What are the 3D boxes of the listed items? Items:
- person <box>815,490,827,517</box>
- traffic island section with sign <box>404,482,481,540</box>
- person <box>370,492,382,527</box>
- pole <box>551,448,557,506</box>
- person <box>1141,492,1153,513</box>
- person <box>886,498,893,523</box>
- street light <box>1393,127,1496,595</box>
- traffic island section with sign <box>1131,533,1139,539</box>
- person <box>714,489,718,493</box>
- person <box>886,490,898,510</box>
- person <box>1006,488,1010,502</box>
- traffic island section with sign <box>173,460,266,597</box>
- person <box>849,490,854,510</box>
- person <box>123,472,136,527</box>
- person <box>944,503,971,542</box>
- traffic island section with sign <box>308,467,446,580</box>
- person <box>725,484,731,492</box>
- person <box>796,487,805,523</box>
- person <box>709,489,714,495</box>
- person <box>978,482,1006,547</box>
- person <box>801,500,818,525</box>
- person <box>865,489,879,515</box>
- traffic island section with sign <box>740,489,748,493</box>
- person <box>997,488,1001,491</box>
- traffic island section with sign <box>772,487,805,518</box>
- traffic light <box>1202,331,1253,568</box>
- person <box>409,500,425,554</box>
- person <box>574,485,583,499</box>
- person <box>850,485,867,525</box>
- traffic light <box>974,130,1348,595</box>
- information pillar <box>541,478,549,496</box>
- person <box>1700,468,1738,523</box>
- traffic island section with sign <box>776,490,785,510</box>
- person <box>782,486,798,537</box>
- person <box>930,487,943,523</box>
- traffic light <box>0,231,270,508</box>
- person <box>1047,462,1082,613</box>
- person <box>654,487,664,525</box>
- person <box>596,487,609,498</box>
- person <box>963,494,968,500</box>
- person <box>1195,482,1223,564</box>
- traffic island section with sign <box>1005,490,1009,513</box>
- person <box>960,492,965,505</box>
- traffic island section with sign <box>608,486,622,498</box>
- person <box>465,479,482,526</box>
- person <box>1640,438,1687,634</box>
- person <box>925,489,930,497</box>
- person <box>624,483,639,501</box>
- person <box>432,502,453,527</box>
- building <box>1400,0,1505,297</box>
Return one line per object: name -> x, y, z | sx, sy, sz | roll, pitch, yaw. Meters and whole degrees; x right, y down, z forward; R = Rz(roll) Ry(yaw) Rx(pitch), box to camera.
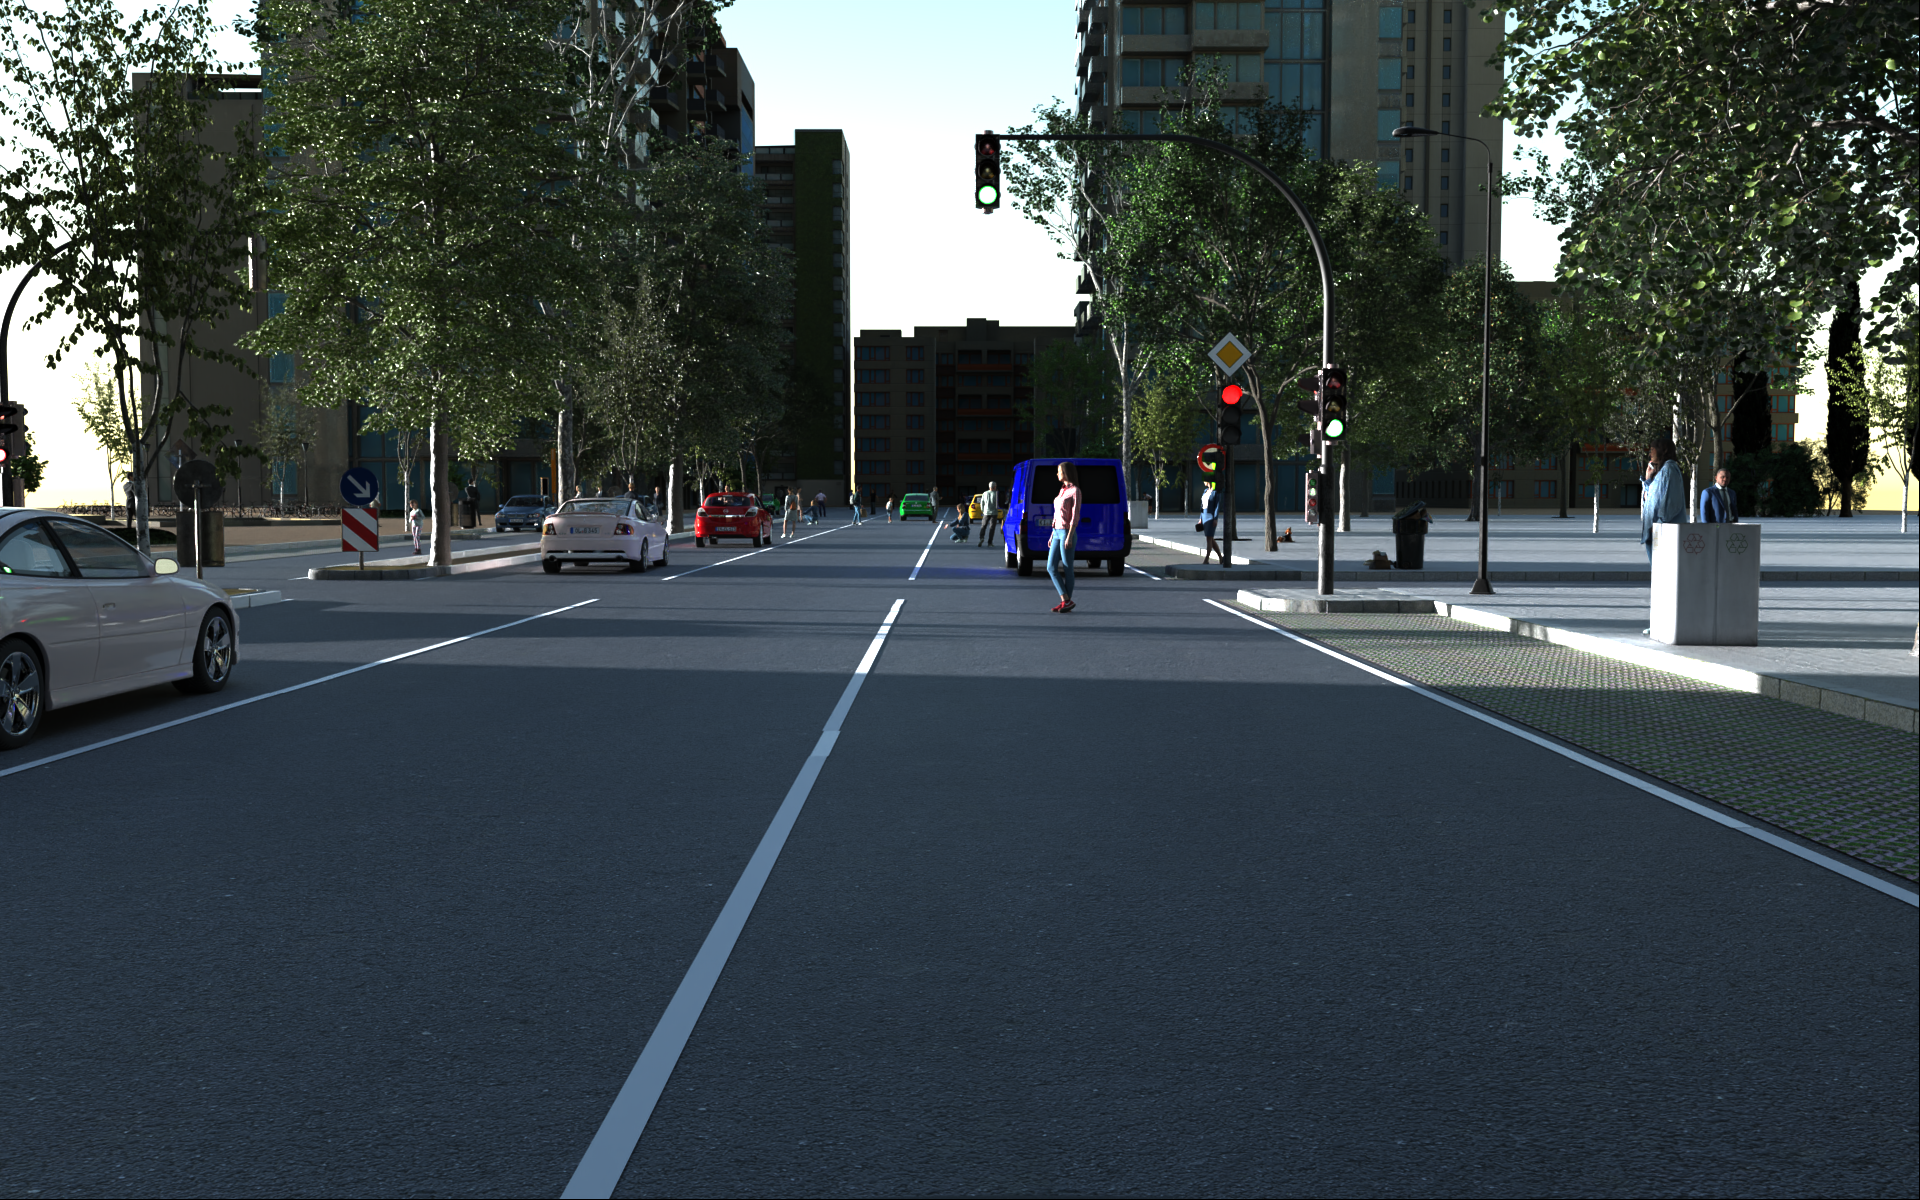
person -> -8.757, -6.105, 109.254 | 0.756, 1.711, 0.436 | 1, 4, 11
traffic island section with sign -> -16.281, -2.821, 54.747 | 1.989, 1.847, 2.006 | 0, 3, 0
person -> -22.946, -3.758, 67.709 | 0.641, 1.798, 0.478 | -1, 4, -20
pole -> -18.168, -5.116, 77.484 | 0.158, 3.312, 0.155 | 0, 3, 0
person -> 12.399, -6.442, 114.552 | 0.628, 1.438, 0.799 | 2, 4, 31
person -> -3.498, -4.477, 86.376 | 0.352, 1.250, 0.332 | -1, 4, -9
street light -> 6.169, -3.029, 22.072 | 1.470, 5.913, 1.316 | 0, 3, 0
traffic island section with sign -> 4.635, -2.849, 55.204 | 1.989, 1.847, 2.006 | 0, 3, 0
person -> -15.898, -6.304, 112.298 | 0.721, 1.735, 1.217 | -1, 4, -17
person -> -6.268, -9.260, 159.998 | 1.348, 1.812, 0.705 | 2, 4, 34
person -> 2.691, -5.202, 93.741 | 0.466, 1.800, 0.511 | -1, 4, -12
traffic island section with sign -> -10.106, -0.873, 22.405 | 2.006, 1.907, 1.989 | 0, 3, 0
person -> -9.934, -9.300, 160.422 | 0.599, 1.838, 0.709 | -3, 4, -36
person -> -23.064, -2.631, 48.419 | 0.648, 1.900, 0.474 | 1, 4, 21
person -> -0.040, -2.283, 51.329 | 0.738, 1.151, 1.012 | -1, 4, -9
traffic island section with sign -> -10.111, -1.326, 29.812 | 2.006, 1.907, 1.989 | 0, 3, 0
person -> -8.395, -3.263, 62.191 | 0.599, 1.781, 0.374 | -1, 4, -21
person -> -8.028, -4.781, 87.009 | 0.374, 1.781, 0.599 | -1, 4, -23
person -> -19.799, -8.090, 139.131 | 1.217, 1.723, 0.721 | 3, 5, 41
person -> 0.910, -2.320, 46.926 | 0.782, 1.767, 0.515 | 1, 4, 19
person -> -7.049, -4.123, 81.409 | 0.738, 1.151, 1.012 | 3, 5, 42
person -> -6.099, -6.882, 121.032 | 1.348, 1.822, 0.705 | 3, 5, 45
traffic island section with sign -> -16.436, -7.540, 131.903 | 1.989, 1.847, 2.006 | 0, 3, 0
person -> 2.312, -5.891, 104.797 | 0.794, 1.824, 0.713 | 0, 4, -4
traffic island section with sign -> -10.273, -5.921, 104.950 | 2.006, 1.907, 1.989 | 0, 3, 0
traffic light -> 4.639, -2.517, 30.067 | 0.839, 4.253, 0.868 | 0, 3, 0
person -> -12.925, -1.737, 41.176 | 0.425, 1.301, 0.394 | 0, 4, 8
person -> -15.796, -3.851, 71.648 | 0.526, 1.800, 0.537 | -2, 4, -28
person -> -4.642, -4.341, 79.459 | 0.713, 1.824, 0.794 | 2, 4, 26
traffic light -> 2.563, -2.891, 21.936 | 4.771, 5.953, 1.251 | 0, 3, 0
information pillar -> -18.599, -4.471, 77.596 | 0.304, 2.012, 0.304 | -1, 4, -21
person -> 10.910, -0.993, 24.919 | 0.721, 1.800, 0.419 | -1, 4, -23
traffic island section with sign -> -16.487, -9.192, 158.916 | 1.989, 1.847, 2.006 | 0, 3, 0
person -> -5.578, -2.916, 57.178 | 0.512, 1.701, 0.522 | -2, 4, -35
person -> -1.177, -4.727, 85.962 | 0.590, 1.801, 0.661 | -3, 5, -44
traffic light -> -14.431, -3.387, 30.048 | 4.771, 5.953, 1.251 | 0, 3, 0
person -> 1.251, -0.765, 21.018 | 0.388, 1.821, 0.555 | -2, 4, -35
person -> -13.910, -4.333, 79.759 | 0.576, 1.772, 0.534 | 1, 4, 12
person -> -15.449, -4.059, 74.643 | 0.659, 1.850, 0.755 | 1, 4, 14
person -> 0.590, -7.482, 134.056 | 0.697, 1.427, 0.421 | 0, 4, 6
person -> 4.911, -1.538, 33.663 | 0.654, 1.822, 0.581 | -1, 4, -13
traffic island section with sign -> 4.481, -7.575, 132.479 | 1.989, 1.847, 2.006 | 0, 3, 0
person -> 0.223, -8.309, 145.827 | 0.415, 1.643, 0.593 | 3, 4, 38
traffic island section with sign -> -16.339, -4.473, 81.761 | 1.989, 1.847, 2.006 | 0, 3, 0
person -> -19.887, -3.999, 70.783 | 0.648, 1.900, 0.474 | -1, 4, -12
person -> 6.430, -0.577, 15.739 | 0.793, 1.790, 0.793 | -1, 4, -22
person -> -2.455, -7.386, 129.352 | 1.350, 1.814, 0.705 | 2, 4, 33
person -> -9.936, -2.666, 52.518 | 0.576, 1.772, 0.534 | 0, 4, -5
person -> -19.956, -3.706, 66.917 | 0.850, 1.792, 0.678 | -1, 4, -15
building -> 45.393, -40.283, 200.621 | 28.212, 58.520, 21.231 | 0, 3, 0
